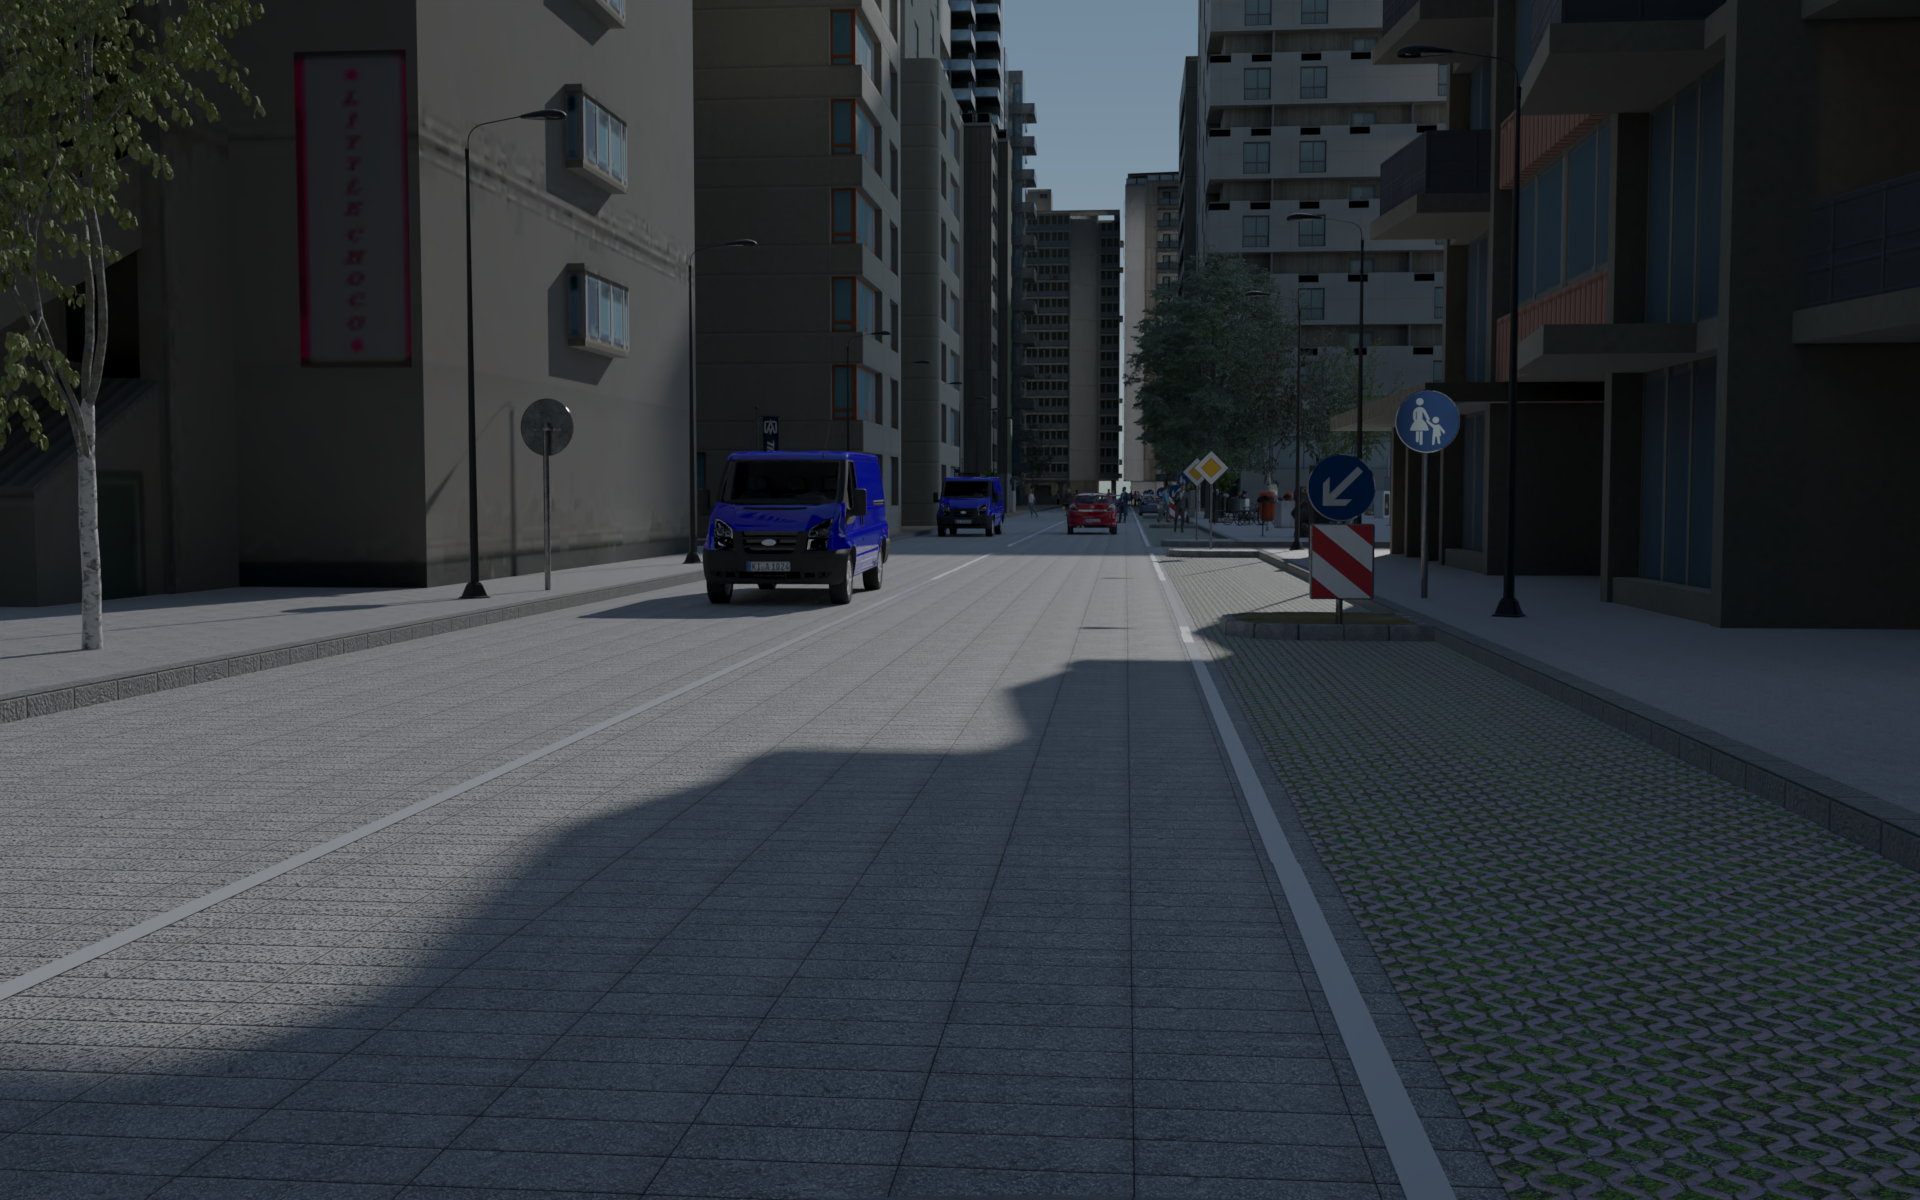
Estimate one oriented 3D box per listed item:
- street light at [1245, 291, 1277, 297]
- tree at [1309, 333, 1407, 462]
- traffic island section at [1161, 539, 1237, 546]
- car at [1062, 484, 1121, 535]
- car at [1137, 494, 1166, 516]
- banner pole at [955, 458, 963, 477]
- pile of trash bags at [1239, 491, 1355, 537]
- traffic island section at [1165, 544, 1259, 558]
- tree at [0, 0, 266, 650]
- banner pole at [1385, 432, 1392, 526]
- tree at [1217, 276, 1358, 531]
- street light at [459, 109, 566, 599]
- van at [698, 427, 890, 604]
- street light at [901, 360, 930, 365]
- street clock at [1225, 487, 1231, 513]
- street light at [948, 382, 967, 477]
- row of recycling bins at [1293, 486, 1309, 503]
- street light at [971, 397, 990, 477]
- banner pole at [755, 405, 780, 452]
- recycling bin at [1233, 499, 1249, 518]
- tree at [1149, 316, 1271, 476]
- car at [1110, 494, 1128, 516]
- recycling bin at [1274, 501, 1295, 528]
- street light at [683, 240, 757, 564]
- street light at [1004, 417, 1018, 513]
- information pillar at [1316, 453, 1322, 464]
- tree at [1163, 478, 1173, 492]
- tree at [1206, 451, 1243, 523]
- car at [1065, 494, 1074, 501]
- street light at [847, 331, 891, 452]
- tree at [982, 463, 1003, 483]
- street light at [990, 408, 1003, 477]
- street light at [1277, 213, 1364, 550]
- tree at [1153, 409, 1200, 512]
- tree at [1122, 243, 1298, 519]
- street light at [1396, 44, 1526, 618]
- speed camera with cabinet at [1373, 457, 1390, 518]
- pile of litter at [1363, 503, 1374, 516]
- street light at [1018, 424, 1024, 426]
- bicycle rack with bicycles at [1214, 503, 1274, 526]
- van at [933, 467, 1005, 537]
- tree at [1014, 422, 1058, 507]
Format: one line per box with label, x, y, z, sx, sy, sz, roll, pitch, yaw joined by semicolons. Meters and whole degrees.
street light;7.217;-4.111;39.754;1.470;5.913;1.316;0;4;5
tree;18.530;-7.930;80.016;4.737;8.622;4.395;0;3;0
traffic island section;6.601;-1.583;48.166;2.009;0.180;2.903;0;4;5
car;4.779;-3.288;62.806;2.155;1.783;4.494;0;4;4
car;12.723;-6.288;114.813;2.014;1.417;4.499;0;4;5
banner pole;-0.076;-8.045;121.560;0.863;3.779;0.401;0;4;7
pile of trash bags;10.401;-2.569;51.762;3.447;1.369;1.912;3;5;41
traffic island section;5.841;-1.097;40.217;2.009;0.180;2.903;0;4;5
tree;-7.396;-3.891;13.974;4.737;8.622;4.395;0;3;0
banner pole;17.476;-4.897;70.077;0.401;3.779;0.863;0;4;5
tree;10.863;-6.679;59.567;4.360;8.622;3.978;0;3;0
street light;-5.446;-2.971;21.121;1.470;5.913;1.316;0;4;5
van;-2.229;-1.224;24.399;2.240;2.365;5.245;0;4;4
street light;-1.724;-5.364;60.244;1.470;5.913;1.316;0;4;5
street clock;17.798;-6.770;115.266;0.471;2.002;0.358;2;4;35
street light;-0.593;-6.063;71.675;1.470;5.913;1.316;0;4;5
row of recycling bins;19.243;-5.112;90.692;3.534;1.692;1.069;1;4;16
street light;0.520;-6.733;82.618;1.470;5.913;1.316;0;4;5
banner pole;-5.489;-3.600;48.878;0.863;3.779;0.401;-1;4;-19
recycling bin;15.022;-4.895;92.595;0.722;1.027;0.722;2;4;28
tree;15.092;-11.411;104.695;7.486;12.596;7.792;0;3;0
car;10.286;-6.318;115.298;2.014;1.417;4.499;0;4;6
recycling bin;12.295;-3.223;65.252;0.722;1.027;0.722;-1;4;-11
street light;-4.408;-3.626;31.823;1.470;5.913;1.316;0;4;5
street light;2.569;-8.054;104.223;1.470;5.913;1.316;0;4;5
information pillar;20.546;-6.589;99.091;0.183;3.616;0.504;-3;4;-37
tree;22.732;-12.032;191.321;1.663;3.219;1.824;0;3;0
tree;11.641;-5.099;77.965;1.663;3.219;1.824;0;3;0
car;11.351;-9.907;171.013;2.155;1.783;4.494;0;4;4
street light;-2.663;-4.706;49.488;1.470;5.913;1.316;0;4;5
tree;1.831;-7.005;109.125;1.663;3.219;1.824;0;3;0
street light;1.455;-7.400;93.529;1.470;5.913;1.316;0;4;5
street light;6.098;-3.439;28.772;1.470;5.913;1.316;0;4;5
tree;16.940;-10.629;124.151;4.737;8.622;4.395;0;3;0
tree;13.094;-11.204;89.840;9.857;13.997;8.962;0;3;0
street light;5.211;-2.782;18.032;1.470;5.913;1.316;0;4;5
speed camera with cabinet;22.789;-6.012;92.627;0.660;3.252;2.038;2;4;35
pile of litter;24.574;-5.465;103.311;1.719;0.858;1.176;-3;4;-39
street light;3.545;-8.713;114.994;1.470;5.913;1.316;0;4;5
bicycle rack with bicycles;11.931;-3.549;71.403;2.925;0.926;2.852;-2;4;-24
van;0.381;-3.396;59.902;2.240;2.365;5.245;0;4;6
tree;7.582;-13.601;172.735;4.360;8.622;3.978;0;3;0
